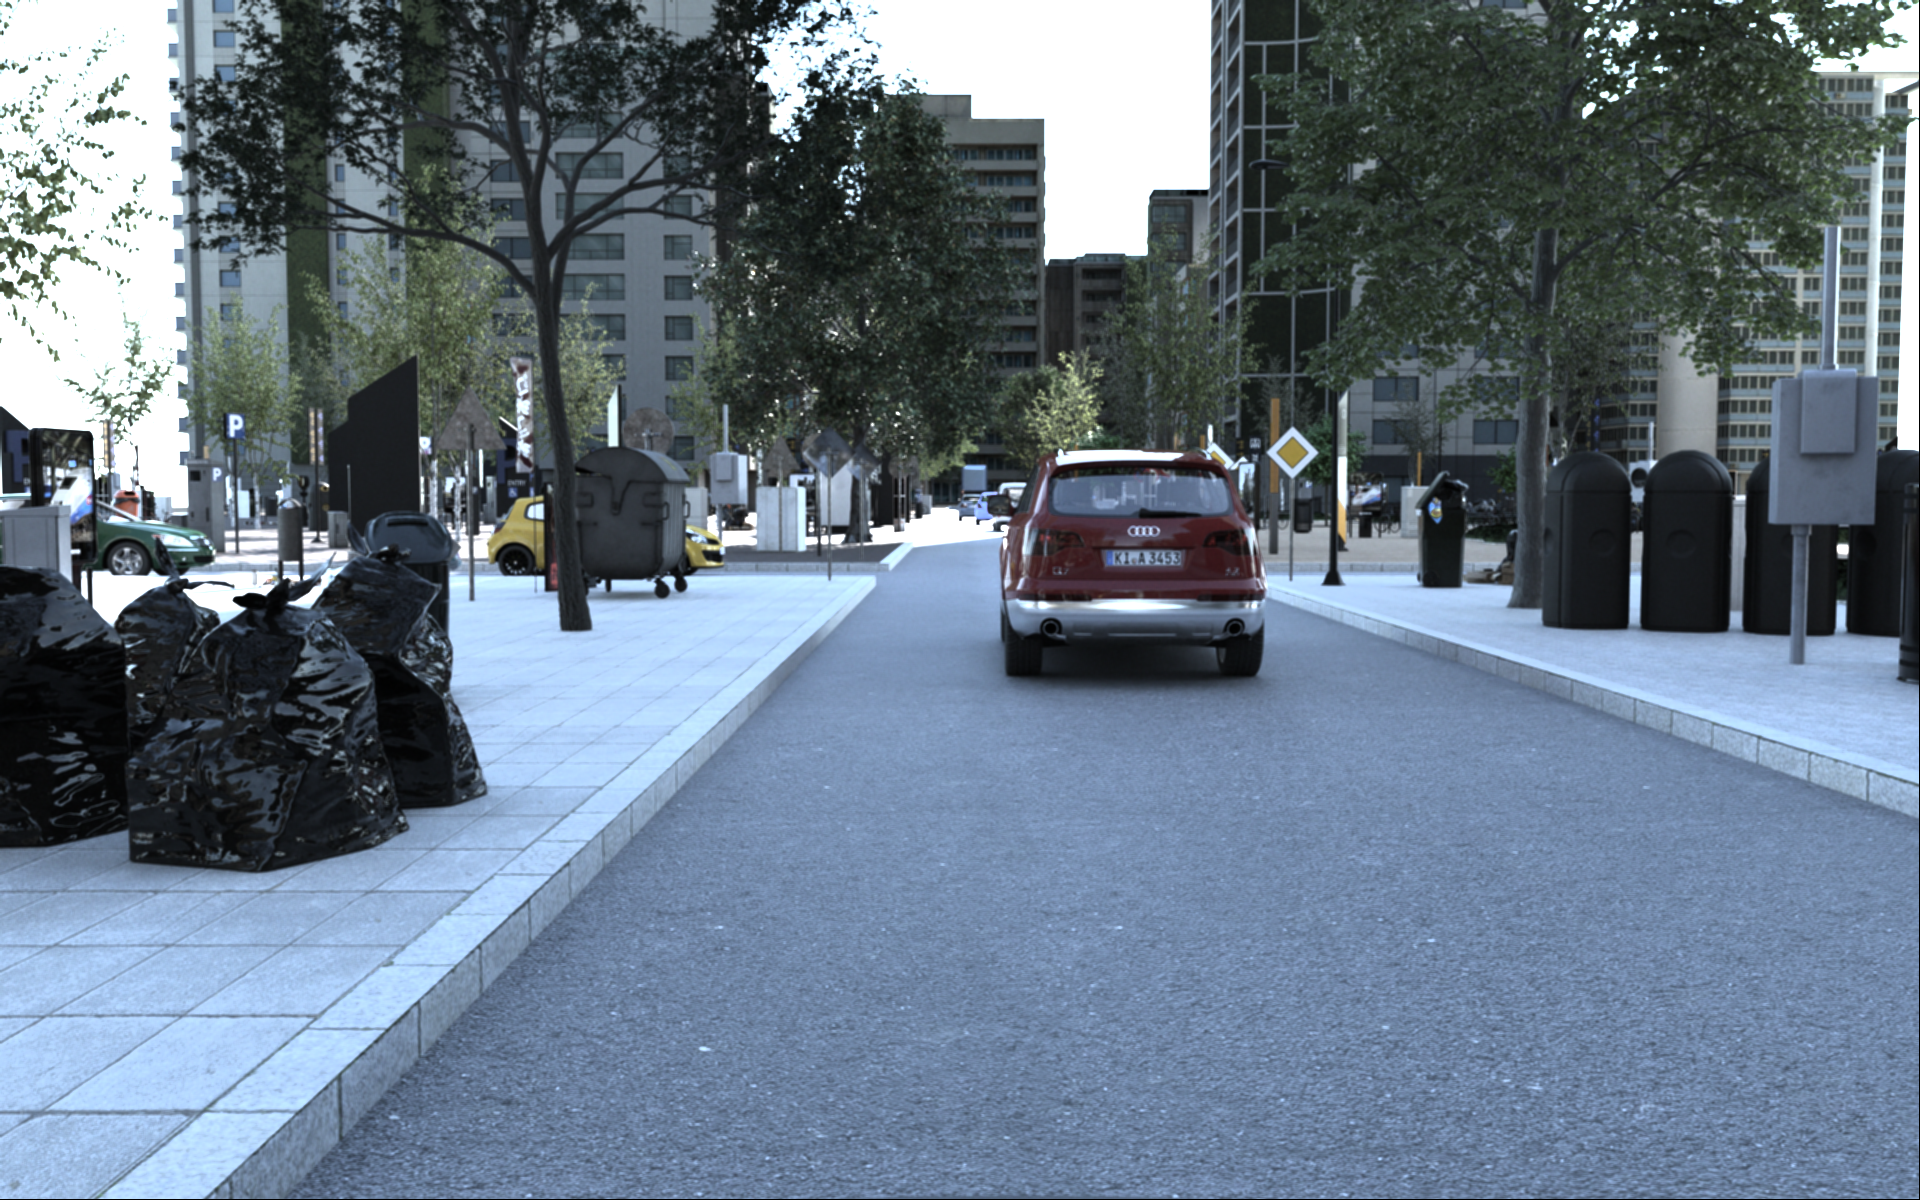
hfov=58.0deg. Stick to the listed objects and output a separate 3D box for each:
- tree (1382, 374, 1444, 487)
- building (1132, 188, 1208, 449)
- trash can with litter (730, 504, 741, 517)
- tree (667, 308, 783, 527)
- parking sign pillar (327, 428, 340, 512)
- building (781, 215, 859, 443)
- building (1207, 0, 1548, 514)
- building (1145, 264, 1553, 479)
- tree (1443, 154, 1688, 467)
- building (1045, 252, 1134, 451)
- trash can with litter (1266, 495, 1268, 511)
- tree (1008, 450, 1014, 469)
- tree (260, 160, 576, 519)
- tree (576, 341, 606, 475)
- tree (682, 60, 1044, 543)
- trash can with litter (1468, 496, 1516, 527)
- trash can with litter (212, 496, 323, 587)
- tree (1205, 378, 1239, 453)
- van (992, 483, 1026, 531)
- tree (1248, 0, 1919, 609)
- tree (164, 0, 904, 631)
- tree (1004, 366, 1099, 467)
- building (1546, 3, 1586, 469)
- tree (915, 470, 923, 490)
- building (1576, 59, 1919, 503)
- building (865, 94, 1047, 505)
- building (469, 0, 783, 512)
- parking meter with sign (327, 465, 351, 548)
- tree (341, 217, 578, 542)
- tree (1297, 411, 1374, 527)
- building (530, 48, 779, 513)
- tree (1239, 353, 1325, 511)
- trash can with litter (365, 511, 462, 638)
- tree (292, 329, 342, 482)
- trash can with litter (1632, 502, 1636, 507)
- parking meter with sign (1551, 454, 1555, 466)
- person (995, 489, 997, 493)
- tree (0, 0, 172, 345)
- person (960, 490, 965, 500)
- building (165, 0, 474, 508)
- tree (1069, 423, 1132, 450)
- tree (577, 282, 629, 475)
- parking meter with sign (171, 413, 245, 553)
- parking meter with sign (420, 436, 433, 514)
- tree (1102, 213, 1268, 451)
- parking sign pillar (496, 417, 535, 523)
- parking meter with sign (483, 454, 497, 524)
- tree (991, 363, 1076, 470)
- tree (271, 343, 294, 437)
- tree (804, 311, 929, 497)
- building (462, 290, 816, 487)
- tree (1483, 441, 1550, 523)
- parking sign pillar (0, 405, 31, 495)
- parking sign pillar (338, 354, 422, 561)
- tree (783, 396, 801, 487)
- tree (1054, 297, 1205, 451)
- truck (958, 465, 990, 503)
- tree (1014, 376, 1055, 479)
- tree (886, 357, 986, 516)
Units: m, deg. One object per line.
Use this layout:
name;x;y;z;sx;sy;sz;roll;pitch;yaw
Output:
tree;28.129;-9.557;106.625;4.360;8.622;3.978;0;3;0
building;24.640;-24.120;166.057;14.160;30.474;14.107;0;4;0
trash can with litter;-11.969;-4.972;92.671;0.624;1.170;1.055;1;4;14
tree;-9.459;-7.155;67.349;4.737;8.622;4.395;0;3;0
parking sign pillar;-18.536;-3.931;52.742;1.447;3.967;1.447;-1;4;-15
building;-23.318;-32.233;218.894;23.993;40.220;32.217;0;4;0
building;26.457;-41.567;117.880;20.563;71.187;20.611;0;4;0
building;30.798;-18.316;144.503;27.650;21.520;28.899;0;4;0
tree;12.829;-5.257;36.320;4.360;8.622;3.978;0;3;0
building;17.323;-26.802;209.911;14.107;30.474;14.160;0;4;0
trash can with litter;16.699;-5.128;94.892;1.678;1.210;2.233;0;4;4
tree;6.830;-12.604;156.432;4.360;8.622;3.978;0;3;0
tree;-11.753;-5.345;37.748;4.737;8.622;4.395;0;3;0
tree;-18.078;-7.907;79.645;4.737;8.622;4.395;0;3;0
tree;-2.642;-7.868;45.653;9.611;12.733;9.660;0;3;0
trash can with litter;20.783;-3.409;66.797;2.233;1.210;1.678;2;4;25
trash can with litter;-9.183;-0.797;24.082;2.233;1.210;1.678;3;4;36
tree;15.168;-9.539;106.322;4.360;8.622;3.978;0;3;0
van;2.141;-3.721;67.848;2.013;2.044;4.112;0;4;-1
tree;6.846;-6.190;19.331;7.486;12.596;7.792;0;3;0
tree;-3.960;-4.996;16.095;7.601;10.594;8.767;1;4;9
tree;6.105;-11.679;125.369;8.767;10.594;7.601;-1;4;-22
building;46.014;-32.923;161.996;21.600;48.544;21.300;0;4;0
tree;-3.258;-11.394;136.655;4.737;8.622;4.395;0;3;0
building;68.799;-28.477;157.480;23.993;40.220;32.217;0;4;0
building;-0.533;-36.066;213.374;21.600;48.544;21.300;0;4;0
building;-24.371;-42.440;132.138;20.563;71.187;20.611;0;4;0
parking meter with sign;-14.442;-2.797;41.999;0.543;3.016;1.738;3;5;42
tree;-13.371;-5.877;46.455;4.360;8.622;3.978;0;3;0
tree;14.581;-5.178;68.374;4.285;4.588;4.351;0;3;0
building;-19.921;-21.061;116.043;14.160;30.474;14.107;0;4;0
tree;16.867;-8.556;90.249;4.360;8.622;3.978;0;3;0
trash can with litter;-3.371;0.033;10.848;0.624;1.170;1.055;-2;4;-24
tree;-19.256;-6.554;57.520;4.360;8.622;3.978;0;3;0
trash can with litter;42.036;-5.926;108.277;0.624;1.170;1.055;2;4;27
parking meter with sign;25.591;-4.744;73.822;0.543;3.016;1.738;1;4;11
person;2.395;-6.896;121.697;0.683;1.767;0.568;-2;4;-28
tree;-11.465;-4.238;19.662;4.737;8.622;4.395;0;3;0
person;0.170;-7.703;134.993;0.434;1.755;0.990;1;4;16
building;-57.240;-37.947;162.435;28.212;58.520;21.231;0;4;0
tree;6.458;-5.912;80.375;4.285;4.588;4.351;0;3;0
tree;-12.698;-6.469;56.133;4.360;8.622;3.978;0;3;0
parking meter with sign;-16.459;-2.540;37.784;1.738;3.016;0.543;1;4;20
parking meter with sign;-16.548;-3.396;51.793;0.543;3.016;1.738;2;4;26
tree;5.952;-5.877;46.455;4.737;8.622;4.395;0;3;0
parking sign pillar;-15.527;-4.404;60.477;1.447;3.967;1.447;1;4;15
parking meter with sign;-20.088;-4.802;74.767;0.543;3.016;1.738;-3;5;-41
tree;5.922;-12.921;137.021;9.928;11.665;9.643;0;3;0
tree;-28.837;-7.788;77.690;4.360;8.622;3.978;0;3;0
tree;-3.741;-6.965;64.237;4.360;8.622;3.978;0;3;0
building;-27.652;-19.295;160.506;28.899;21.520;27.650;0;4;0
tree;20.423;-4.233;63.810;1.663;3.219;1.824;0;3;0
parking sign pillar;-28.729;-3.955;53.130;1.447;3.967;1.447;1;4;19
parking sign pillar;-11.091;-2.748;33.407;1.447;3.967;1.447;-1;4;-15
tree;-10.098;-8.458;88.644;4.737;8.622;4.395;0;3;0
tree;6.426;-7.032;65.327;4.360;8.622;3.978;0;3;0
truck;1.226;-10.098;154.866;2.967;4.110;18.799;0;4;1
tree;5.473;-8.300;86.075;4.360;8.622;3.978;0;3;0
tree;-2.157;-12.063;115.356;7.486;12.596;7.792;0;3;0
